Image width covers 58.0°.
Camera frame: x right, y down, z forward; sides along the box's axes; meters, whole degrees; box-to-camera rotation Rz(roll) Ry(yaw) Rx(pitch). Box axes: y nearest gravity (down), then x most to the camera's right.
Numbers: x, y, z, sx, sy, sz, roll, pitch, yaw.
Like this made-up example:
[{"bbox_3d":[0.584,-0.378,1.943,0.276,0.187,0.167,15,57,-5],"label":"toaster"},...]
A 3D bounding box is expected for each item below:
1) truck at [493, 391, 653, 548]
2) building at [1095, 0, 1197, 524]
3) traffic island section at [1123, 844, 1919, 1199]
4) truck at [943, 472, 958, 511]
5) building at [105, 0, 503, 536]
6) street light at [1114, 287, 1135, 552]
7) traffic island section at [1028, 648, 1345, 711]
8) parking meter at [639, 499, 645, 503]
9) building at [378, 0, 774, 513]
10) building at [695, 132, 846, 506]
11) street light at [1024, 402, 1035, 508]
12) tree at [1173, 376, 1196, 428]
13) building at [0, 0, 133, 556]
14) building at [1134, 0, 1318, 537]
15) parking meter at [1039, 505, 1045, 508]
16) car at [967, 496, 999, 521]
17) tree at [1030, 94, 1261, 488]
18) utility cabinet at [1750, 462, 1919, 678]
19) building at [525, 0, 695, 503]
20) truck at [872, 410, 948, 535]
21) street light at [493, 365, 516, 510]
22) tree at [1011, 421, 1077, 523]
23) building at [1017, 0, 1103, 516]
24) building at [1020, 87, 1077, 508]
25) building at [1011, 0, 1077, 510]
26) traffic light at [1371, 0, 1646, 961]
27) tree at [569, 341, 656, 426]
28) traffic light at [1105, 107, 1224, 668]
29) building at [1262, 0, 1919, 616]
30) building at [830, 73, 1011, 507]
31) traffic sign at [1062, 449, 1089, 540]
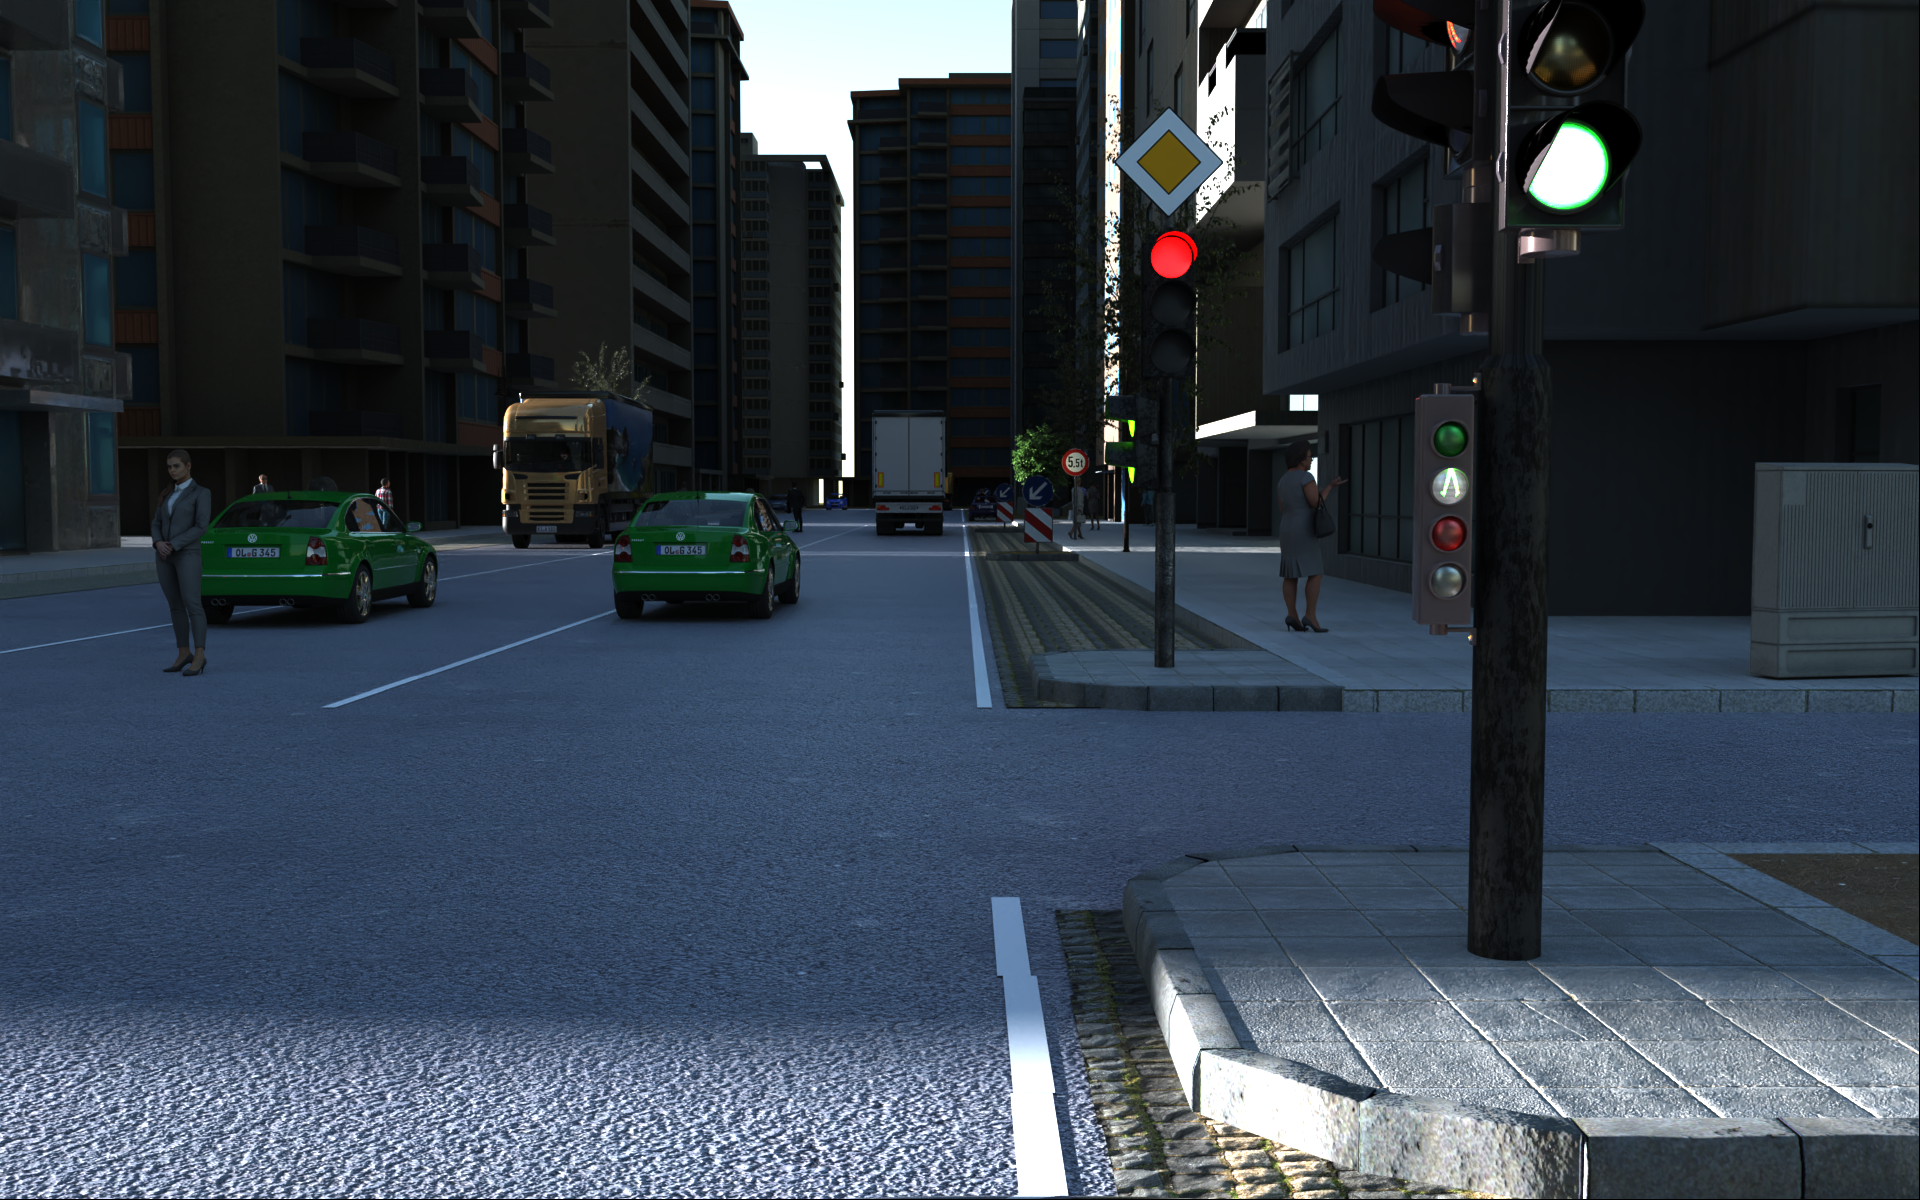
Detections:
[{"bbox_3d":[-10.772,-3.696,49.341,2.839,4.237,11.283,0,4,-2],"label":"truck"},{"bbox_3d":[13.786,-26.259,79.452,14.600,45.320,14.200,0,3,0],"label":"building"},{"bbox_3d":[1.539,1.064,4.877,2.009,0.180,2.903,0,3,0],"label":"traffic island section"},{"bbox_3d":[-1.953,-9.610,153.051,3.469,3.379,9.791,0,4,1],"label":"truck"},{"bbox_3d":[-28.054,-25.099,64.986,22.147,44.769,28.867,0,3,0],"label":"building"},{"bbox_3d":[3.682,-3.998,38.149,0.468,5.910,1.993,0,3,0],"label":"street light"},{"bbox_3d":[1.540,0.576,12.862,2.009,0.180,2.903,0,3,0],"label":"traffic island section"},{"bbox_3d":[-16.139,-5.031,87.970,0.255,1.863,0.399,0,4,-6],"label":"parking meter"},{"bbox_3d":[-31.904,-30.344,150.748,28.867,44.769,22.147,0,3,0],"label":"building"},{"bbox_3d":[-25.123,-30.387,188.713,23.993,40.220,32.217,0,3,0],"label":"building"},{"bbox_3d":[3.509,-7.019,87.543,0.468,5.910,1.993,0,3,0],"label":"street light"},{"bbox_3d":[10.642,-7.251,68.917,4.737,8.622,4.395,0,3,0],"label":"tree"},{"bbox_3d":[-29.720,-24.933,27.264,23.786,49.044,30.456,0,3,0],"label":"building"},{"bbox_3d":[19.852,-28.207,50.431,28.713,52.752,27.495,0,3,0],"label":"building"},{"bbox_3d":[3.344,-3.906,72.269,0.372,1.533,0.369,0,3,0],"label":"parking meter"},{"bbox_3d":[1.336,-4.847,91.835,1.945,1.354,3.894,0,4,0],"label":"car"},{"bbox_3d":[3.626,-4.963,31.501,4.360,8.622,3.978,0,3,0],"label":"tree"},{"bbox_3d":[6.159,-0.210,12.108,1.173,1.500,0.318,-1,4,-12],"label":"utility cabinet"},{"bbox_3d":[-27.486,-29.013,98.070,21.300,48.544,21.600,0,3,0],"label":"building"},{"bbox_3d":[-1.820,-4.574,63.700,2.839,4.237,11.283,0,4,-1],"label":"truck"},{"bbox_3d":[-16.351,-5.479,62.372,0.468,5.910,1.993,0,3,0],"label":"street light"},{"bbox_3d":[3.779,-5.779,78.196,4.285,4.588,4.351,0,3,0],"label":"tree"},{"bbox_3d":[19.878,-25.388,106.983,32.217,40.220,23.993,0,3,0],"label":"building"},{"bbox_3d":[11.371,-21.702,126.536,14.160,30.474,14.107,0,3,0],"label":"building"},{"bbox_3d":[14.858,-37.041,147.617,21.231,58.520,28.212,0,3,0],"label":"building"},{"bbox_3d":[-0.593,-1.832,4.622,4.771,5.953,1.251,0,3,0],"label":"traffic light"},{"bbox_3d":[-17.159,-8.182,84.130,4.360,8.622,3.978,0,3,0],"label":"tree"},{"bbox_3d":[1.500,-1.457,12.748,0.839,4.253,0.868,0,3,0],"label":"traffic light"},{"bbox_3d":[11.762,-20.581,20.091,14.086,41.232,14.154,0,3,0],"label":"building"},{"bbox_3d":[1.408,-32.325,183.136,28.867,44.769,22.147,0,3,0],"label":"building"},{"bbox_3d":[3.234,-2.963,48.549,0.768,2.556,0.104,0,4,2],"label":"traffic sign"}]
